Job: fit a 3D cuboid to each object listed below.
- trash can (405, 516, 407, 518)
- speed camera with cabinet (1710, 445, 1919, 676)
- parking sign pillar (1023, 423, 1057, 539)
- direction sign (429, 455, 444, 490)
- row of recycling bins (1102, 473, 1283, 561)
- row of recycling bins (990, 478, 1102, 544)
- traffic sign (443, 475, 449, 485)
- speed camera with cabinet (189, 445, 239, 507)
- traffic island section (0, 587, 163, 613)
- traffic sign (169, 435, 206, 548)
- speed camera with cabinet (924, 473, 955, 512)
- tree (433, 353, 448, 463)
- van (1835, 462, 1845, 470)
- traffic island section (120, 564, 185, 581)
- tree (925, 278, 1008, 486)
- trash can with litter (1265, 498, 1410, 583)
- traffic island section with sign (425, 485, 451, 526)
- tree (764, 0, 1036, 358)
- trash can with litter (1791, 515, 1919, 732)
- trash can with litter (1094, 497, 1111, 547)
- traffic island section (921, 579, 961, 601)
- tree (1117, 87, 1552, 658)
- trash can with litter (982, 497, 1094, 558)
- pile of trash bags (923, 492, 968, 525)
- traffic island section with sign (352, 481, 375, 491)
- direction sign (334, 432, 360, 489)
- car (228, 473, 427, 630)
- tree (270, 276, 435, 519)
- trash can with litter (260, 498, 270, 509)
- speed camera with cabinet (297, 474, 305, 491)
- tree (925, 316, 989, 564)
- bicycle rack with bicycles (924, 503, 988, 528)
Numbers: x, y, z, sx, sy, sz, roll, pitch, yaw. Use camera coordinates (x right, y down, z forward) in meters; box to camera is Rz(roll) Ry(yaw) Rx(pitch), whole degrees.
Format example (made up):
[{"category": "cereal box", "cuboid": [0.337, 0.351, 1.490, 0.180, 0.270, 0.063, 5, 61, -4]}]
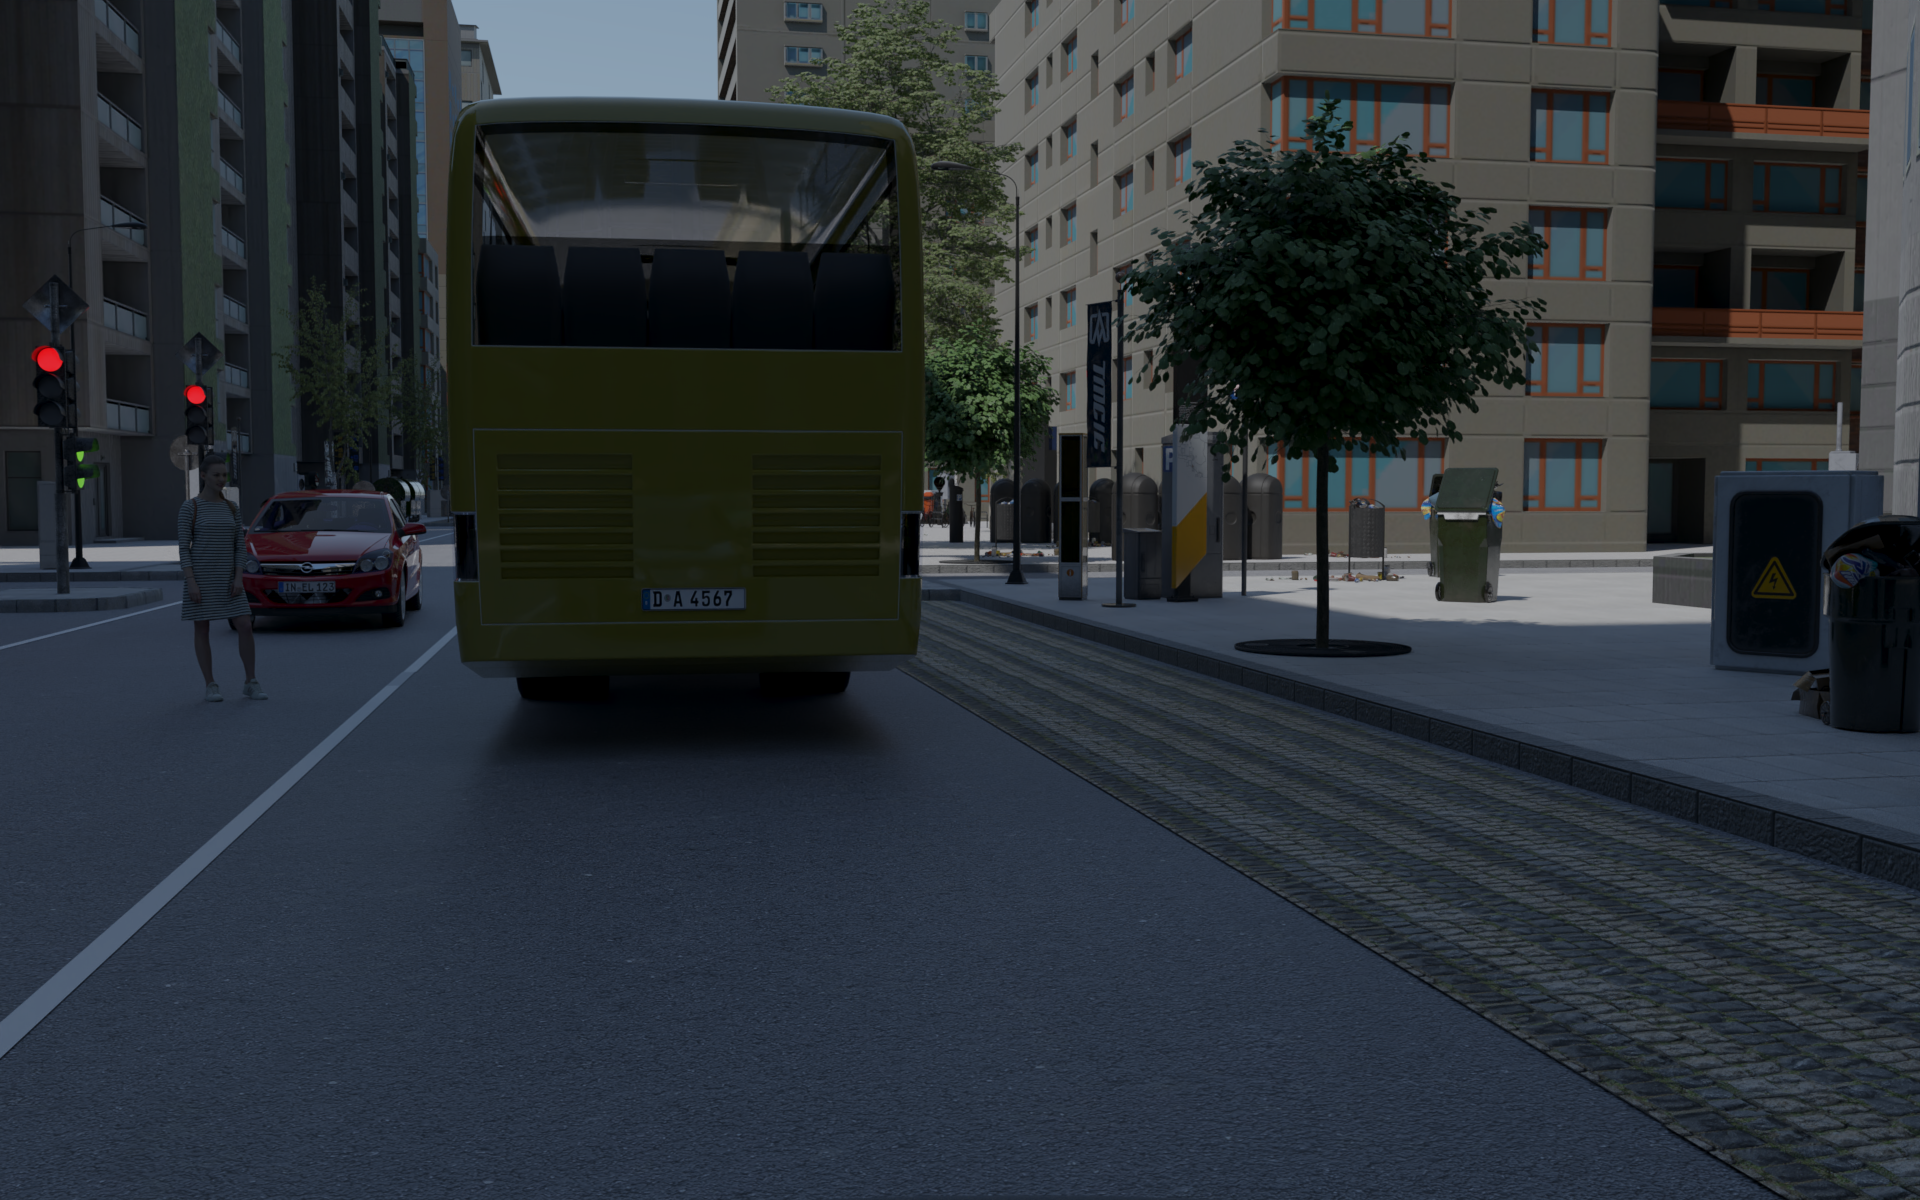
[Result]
[{"category": "trash can", "cuboid": [-28.408, -4.670, 88.003, 0.748, 1.137, 0.748, 0, 3, 0]}, {"category": "speed camera with cabinet", "cuboid": [6.365, -1.082, 12.019, 0.660, 3.252, 2.038, -3, 5, -43]}, {"category": "parking sign pillar", "cuboid": [2.299, -3.766, 50.039, 1.447, 3.967, 1.447, -2, 4, -27]}, {"category": "direction sign", "cuboid": [-30.568, -6.682, 101.251, 0.876, 3.537, 0.379, 1, 4, 9]}, {"category": "row of recycling bins", "cuboid": [4.657, -1.622, 33.632, 3.534, 1.692, 1.069, -1, 4, -19]}, {"category": "row of recycling bins", "cuboid": [2.453, -2.331, 45.223, 3.534, 1.692, 1.069, 1, 4, 20]}, {"category": "traffic sign", "cuboid": [-30.453, -6.330, 103.504, 0.884, 2.594, 0.081, 0, 4, -6]}, {"category": "speed camera with cabinet", "cuboid": [-18.043, -2.905, 41.836, 0.660, 3.252, 2.038, 0, 4, -5]}, {"category": "traffic island section", "cuboid": [-11.580, -0.003, 22.335, 2.009, 0.180, 2.903, -1, 4, -12]}, {"category": "traffic sign", "cuboid": [-16.625, -2.275, 37.299, 0.768, 2.556, 0.104, 0, 4, -4]}, {"category": "speed camera with cabinet", "cuboid": [-0.961, -5.043, 76.796, 0.660, 3.252, 2.038, 2, 4, 32]}, {"category": "tree", "cuboid": [-27.393, -8.442, 88.385, 4.737, 8.622, 4.395, 0, 3, 0]}, {"category": "van", "cuboid": [16.384, -1.541, 32.209, 4.112, 2.044, 2.013, -1, 4, -12]}, {"category": "traffic island section", "cuboid": [-13.179, -0.482, 30.159, 2.009, 0.180, 2.903, -1, 4, -12]}, {"category": "tree", "cuboid": [-0.039, -6.557, 57.562, 4.737, 8.622, 4.395, 0, 3, 0]}, {"category": "trash can with litter", "cuboid": [5.649, -0.904, 25.830, 2.233, 1.210, 1.678, 0, 4, 1]}, {"category": "traffic island section with sign", "cuboid": [-22.906, -4.221, 77.645, 1.989, 1.847, 2.006, -1, 4, -12]}, {"category": "tree", "cuboid": [-1.811, -7.448, 39.902, 7.486, 12.596, 7.792, 0, 3, 0]}, {"category": "trash can with litter", "cuboid": [4.960, 0.106, 9.661, 0.624, 1.170, 1.055, 0, 4, 2]}, {"category": "trash can with litter", "cuboid": [2.853, -1.911, 42.294, 2.233, 1.210, 1.678, -3, 4, -38]}, {"category": "traffic island section", "cuboid": [-1.250, -0.132, 24.434, 2.009, 0.180, 2.903, -1, 4, -12]}, {"category": "tree", "cuboid": [2.955, -1.866, 14.231, 4.285, 4.588, 4.351, 0, 3, 0]}, {"category": "trash can with litter", "cuboid": [1.393, -1.516, 35.839, 2.233, 1.210, 1.678, -1, 4, -14]}, {"category": "pile of trash bags", "cuboid": [-0.884, -3.913, 73.728, 1.912, 1.369, 3.447, 1, 4, 16]}, {"category": "traffic island section with sign", "cuboid": [-17.327, -2.553, 50.363, 1.989, 1.847, 2.006, -1, 4, -12]}, {"category": "direction sign", "cuboid": [-22.411, -4.363, 63.333, 0.876, 3.537, 0.379, -1, 4, -8]}, {"category": "car", "cuboid": [-7.192, -0.659, 19.808, 2.155, 1.783, 4.494, -1, 4, -13]}, {"category": "tree", "cuboid": [-21.277, -6.671, 59.427, 4.737, 8.622, 4.395, 0, 3, 0]}, {"category": "trash can with litter", "cuboid": [-20.369, -2.413, 50.844, 0.624, 1.170, 1.055, -3, 5, -43]}, {"category": "speed camera with cabinet", "cuboid": [-30.572, -5.177, 78.977, 0.660, 3.252, 2.038, 0, 4, 3]}, {"category": "tree", "cuboid": [0.259, -2.964, 32.168, 4.285, 4.588, 4.351, 0, 3, 0]}, {"category": "bicycle rack with bicycles", "cuboid": [-0.142, -3.229, 66.179, 2.852, 0.926, 2.925, -1, 4, -15]}]
